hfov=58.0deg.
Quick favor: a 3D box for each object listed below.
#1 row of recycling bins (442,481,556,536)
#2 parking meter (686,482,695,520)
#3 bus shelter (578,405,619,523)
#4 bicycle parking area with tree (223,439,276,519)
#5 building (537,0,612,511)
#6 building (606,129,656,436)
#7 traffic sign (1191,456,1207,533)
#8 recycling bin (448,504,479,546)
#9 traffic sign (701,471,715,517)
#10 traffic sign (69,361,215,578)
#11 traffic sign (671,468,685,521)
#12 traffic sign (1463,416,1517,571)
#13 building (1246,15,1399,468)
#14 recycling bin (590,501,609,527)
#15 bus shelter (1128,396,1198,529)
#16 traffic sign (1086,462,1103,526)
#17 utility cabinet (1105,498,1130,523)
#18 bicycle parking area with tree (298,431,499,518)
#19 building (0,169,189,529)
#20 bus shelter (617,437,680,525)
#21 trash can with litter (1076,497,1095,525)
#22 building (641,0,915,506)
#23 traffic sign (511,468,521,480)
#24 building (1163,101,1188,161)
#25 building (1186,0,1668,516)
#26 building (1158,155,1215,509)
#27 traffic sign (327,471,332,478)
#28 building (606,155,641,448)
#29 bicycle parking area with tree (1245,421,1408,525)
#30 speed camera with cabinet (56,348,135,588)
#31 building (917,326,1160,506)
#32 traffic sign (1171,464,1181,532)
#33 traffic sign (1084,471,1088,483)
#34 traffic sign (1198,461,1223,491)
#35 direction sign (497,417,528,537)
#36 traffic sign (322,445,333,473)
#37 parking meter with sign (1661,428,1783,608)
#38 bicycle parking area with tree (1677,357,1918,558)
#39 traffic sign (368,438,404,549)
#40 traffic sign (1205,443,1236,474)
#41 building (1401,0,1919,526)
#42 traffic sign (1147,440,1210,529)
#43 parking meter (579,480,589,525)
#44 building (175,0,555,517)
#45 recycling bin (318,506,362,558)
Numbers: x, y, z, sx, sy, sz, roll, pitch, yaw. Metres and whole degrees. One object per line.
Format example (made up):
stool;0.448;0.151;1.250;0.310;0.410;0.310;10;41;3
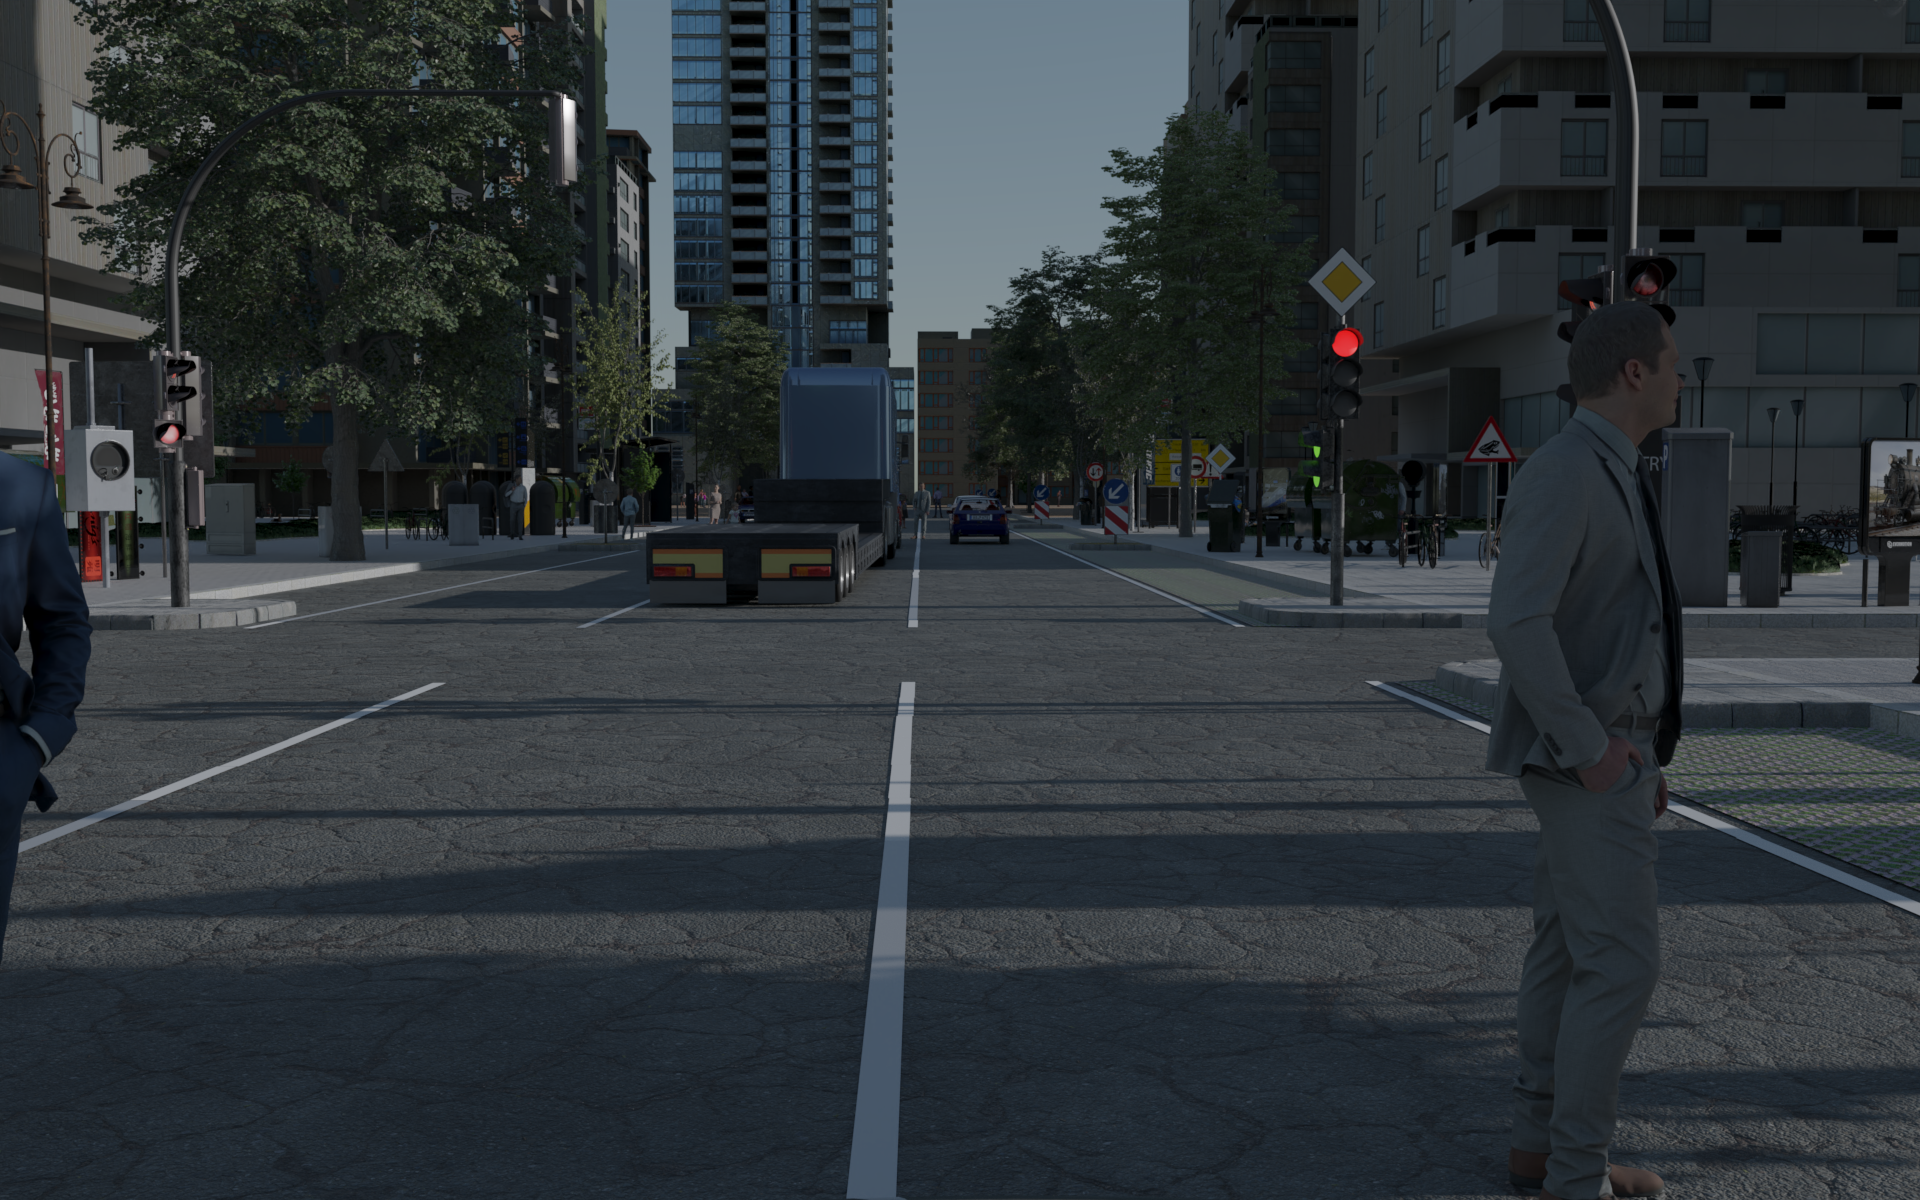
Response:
row of recycling bins;-14.357;-2.862;53.908;3.534;1.692;1.069;0;4;-1
parking meter;-13.555;-4.974;87.043;0.399;1.863;0.255;-3;5;-42
bus shelter;-16.105;-6.290;80.478;2.179;5.291;8.768;0;4;-1
bicycle parking area with tree;-40.506;-6.264;89.416;8.231;4.147;9.016;1;4;15
building;-34.633;-27.318;130.241;14.154;41.232;14.086;0;4;-1
building;-50.788;-33.459;201.678;28.867;44.769;22.147;0;4;-1
traffic sign;7.806;-3.511;57.513;0.768;2.556;0.104;0;4;5
recycling bin;-12.413;-1.881;43.309;0.722;1.027;0.722;-1;4;-17
traffic sign;-13.748;-5.797;94.786;0.884;2.594;0.081;0;4;8
traffic sign;-12.527;-1.997;26.527;2.265;3.308;0.079;0;4;5
traffic sign;-13.691;-5.123;83.871;0.768;2.556;0.104;0;4;8
traffic sign;8.824;-1.766;28.879;0.884;2.594;0.081;0;4;5
building;24.884;-20.618;108.800;14.160;30.474;14.107;0;4;-1
recycling bin;-14.051;-3.374;67.720;0.722;1.027;0.722;-1;4;-20
bus shelter;7.685;-5.550;68.372;2.179;5.291;8.768;0;4;-1
traffic sign;5.460;-4.253;69.637;0.768;2.556;0.104;0;4;2
utility cabinet;6.932;-4.121;76.064;1.173;1.500;0.318;1;4;11
bicycle parking area with tree;-25.076;-5.525;77.335;8.231;4.147;9.016;-2;4;-24
building;-41.785;-28.504;55.277;28.713;52.752;27.495;0;4;-1
bus shelter;-13.237;-5.048;73.820;1.731;3.624;6.357;0;4;-1
trash can with litter;5.227;-3.658;71.201;0.624;1.170;1.055;2;4;25
building;-20.866;-54.347;201.250;31.000;86.520;22.319;0;4;-1
traffic sign;-16.085;-3.894;63.668;0.884;2.594;0.081;0;4;7
building;31.414;-33.628;199.927;14.200;45.320;14.600;0;4;-1
building;32.297;-33.025;129.204;28.713;52.752;27.495;0;4;-1
building;24.126;-23.168;150.500;14.160;30.474;14.107;0;4;-1
traffic sign;-15.854;-2.575;44.234;0.606;2.300;0.079;0;4;2
building;-35.314;-23.156;150.294;14.107;30.474;14.160;0;4;-1
bicycle parking area with tree;14.180;-5.150;71.211;9.016;4.147;8.231;1;4;21
speed camera with cabinet;-12.042;-1.748;22.910;0.660;3.252;2.038;2;4;34
building;9.401;-22.134;206.924;28.899;21.520;27.650;0;4;-1
traffic sign;7.416;-3.448;58.509;0.606;2.300;0.079;0;4;1
traffic sign;6.455;-5.630;92.164;0.768;2.556;0.104;0;4;3
traffic sign;8.597;-3.639;59.496;0.884;2.594;0.081;0;4;3
direction sign;-13.231;-3.623;51.227;0.876;3.537;0.379;-1;4;-23
traffic sign;-15.870;-2.690;44.089;0.768;2.556;0.104;0;4;4
parking meter with sign;8.418;-1.437;19.762;1.738;3.016;0.543;1;4;12
bicycle parking area with tree;16.205;-3.181;39.012;9.016;4.147;8.231;2;4;30
traffic sign;-13.316;-2.457;40.168;0.884;2.594;0.081;0;4;7
traffic sign;6.726;-2.746;44.633;0.795;2.593;0.064;0;4;5
building;35.165;-30.070;80.879;28.713;52.752;27.495;0;4;-1
traffic sign;8.032;-4.272;63.722;2.265;3.308;0.079;1;4;8
parking meter;-15.796;-4.100;72.740;0.399;1.863;0.255;3;4;38
building;-37.906;-27.767;108.618;22.147;44.769;28.867;0;4;-1
recycling bin;-12.683;-1.399;35.436;0.722;1.027;0.722;-2;4;-32
